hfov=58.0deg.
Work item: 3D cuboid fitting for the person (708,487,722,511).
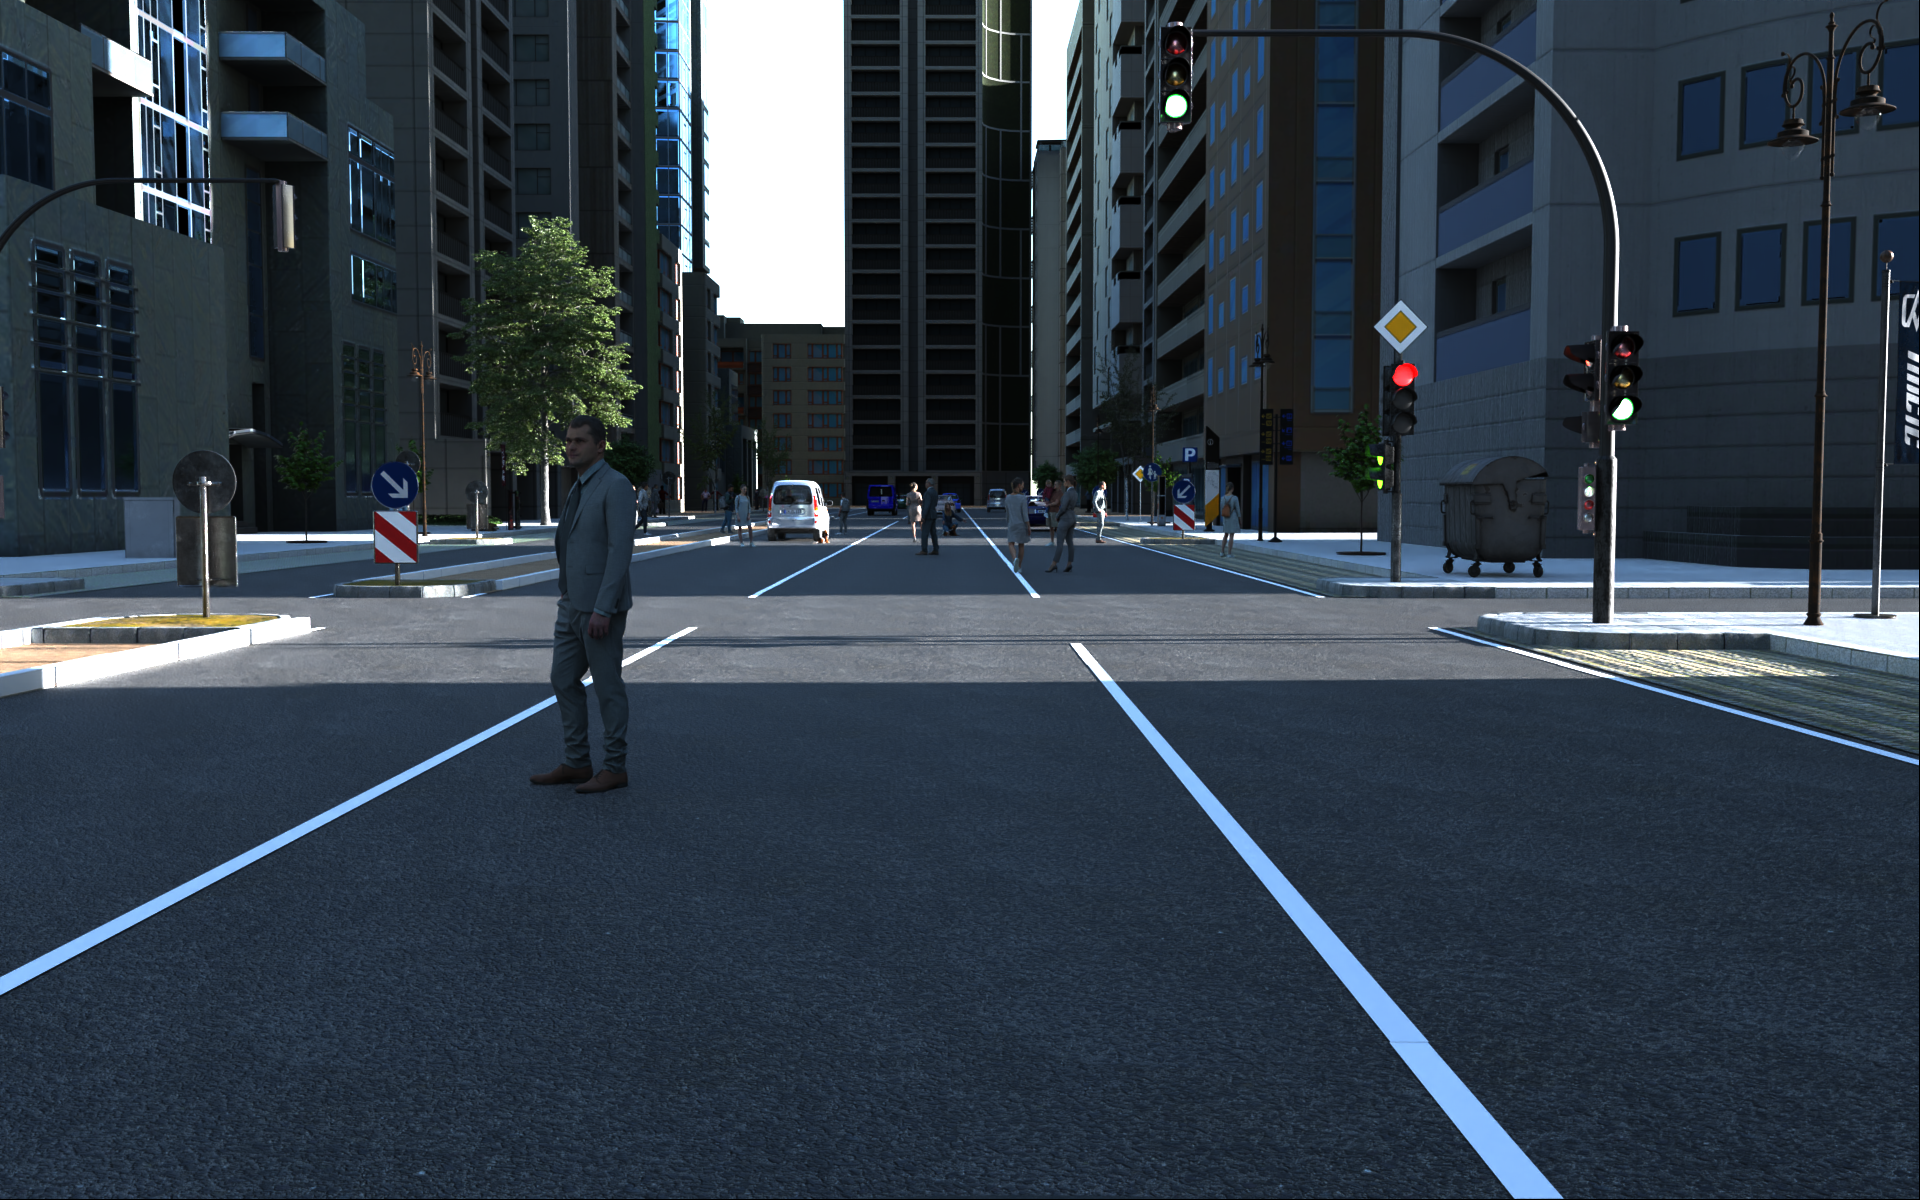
[{"bbox_3d":[-18.906,-7.834,134.065,1.348,1.831,0.705,0,4,-2],"label":"person"}]

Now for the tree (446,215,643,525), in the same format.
[{"bbox_3d":[-16.870,-9.326,70.604,7.486,12.596,7.792,0,3,0],"label":"tree"}]

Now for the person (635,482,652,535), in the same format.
[{"bbox_3d":[-11.071,-3.167,60.131,0.795,1.843,0.661,0,4,5],"label":"person"}]

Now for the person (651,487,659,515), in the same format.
[{"bbox_3d":[-19.109,-6.220,108.411,0.551,1.740,0.621,1,4,15],"label":"person"}]

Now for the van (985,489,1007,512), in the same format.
[{"bbox_3d":[2.979,-7.984,137.554,2.013,2.044,4.112,0,4,2],"label":"van"}]

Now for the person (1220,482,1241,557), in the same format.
[{"bbox_3d":[6.078,-1.807,39.054,0.512,1.701,0.522,2,4,31],"label":"person"}]

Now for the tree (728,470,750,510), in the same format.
[{"bbox_3d":[-17.834,-8.840,139.129,1.663,3.219,1.824,0,3,0],"label":"tree"}]

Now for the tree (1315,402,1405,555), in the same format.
[{"bbox_3d":[8.600,-2.562,36.490,1.663,3.219,1.824,0,3,0],"label":"tree"}]

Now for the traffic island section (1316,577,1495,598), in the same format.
[{"bbox_3d":[6.375,-0.182,25.260,2.009,0.180,2.903,0,4,0],"label":"traffic island section"}]

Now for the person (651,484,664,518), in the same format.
[{"bbox_3d":[-16.483,-5.363,93.853,0.853,1.813,0.709,0,4,4],"label":"person"}]

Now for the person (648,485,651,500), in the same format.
[{"bbox_3d":[-17.580,-5.553,97.030,0.583,1.804,0.606,1,4,12],"label":"person"}]

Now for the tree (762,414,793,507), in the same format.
[{"bbox_3d":[-17.673,-12.888,161.081,4.737,8.622,4.395,0,3,0],"label":"tree"}]

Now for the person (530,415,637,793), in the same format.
[{"bbox_3d":[-1.782,0.011,8.416,0.391,1.810,0.635,-3,5,-43],"label":"person"}]

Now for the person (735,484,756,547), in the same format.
[{"bbox_3d":[-5.861,-2.285,46.867,0.512,1.701,0.522,-2,4,-35],"label":"person"}]

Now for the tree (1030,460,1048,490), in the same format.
[{"bbox_3d":[8.043,-10.919,162.232,4.285,4.588,4.351,0,3,0],"label":"tree"}]

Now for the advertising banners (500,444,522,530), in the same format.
[{"bbox_3d":[-16.024,-4.010,61.744,0.090,3.025,2.074,0,4,4],"label":"advertising banners"}]

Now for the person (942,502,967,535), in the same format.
[{"bbox_3d":[-0.266,-2.821,60.117,1.012,1.151,0.738,-1,4,-21],"label":"person"}]

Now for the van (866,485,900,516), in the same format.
[{"bbox_3d":[-5.229,-6.894,117.102,2.240,2.365,5.245,0,4,0],"label":"van"}]

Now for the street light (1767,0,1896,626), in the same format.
[{"bbox_3d":[8.365,-2.691,16.793,0.468,5.910,1.993,0,4,0],"label":"street light"}]

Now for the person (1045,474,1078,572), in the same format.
[{"bbox_3d":[1.865,-1.407,31.787,0.573,1.790,0.520,1,4,10],"label":"person"}]

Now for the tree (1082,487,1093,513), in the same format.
[{"bbox_3d":[9.004,-7.455,116.497,1.663,3.219,1.824,0,3,0],"label":"tree"}]

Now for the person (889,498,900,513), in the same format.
[{"bbox_3d":[-5.248,-7.583,132.513,1.348,1.821,0.705,0,4,3],"label":"person"}]

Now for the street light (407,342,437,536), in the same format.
[{"bbox_3d":[-16.319,-4.884,52.640,0.468,5.910,1.993,0,4,0],"label":"street light"}]

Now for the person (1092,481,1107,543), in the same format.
[{"bbox_3d":[4.116,-2.584,50.841,0.391,1.810,0.635,1,4,14],"label":"person"}]

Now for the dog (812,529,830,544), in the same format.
[{"bbox_3d":[-4.071,-1.854,50.502,0.748,0.427,0.550,-2,4,-29],"label":"dog"}]

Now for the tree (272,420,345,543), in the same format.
[{"bbox_3d":[-17.312,-3.120,45.606,1.663,3.219,1.824,0,3,0],"label":"tree"}]

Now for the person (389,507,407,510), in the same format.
[{"bbox_3d":[-14.340,-2.063,44.038,0.330,1.601,0.589,2,4,35],"label":"person"}]

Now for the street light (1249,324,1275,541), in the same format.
[{"bbox_3d":[8.225,-4.555,47.259,0.468,5.910,1.993,0,4,0],"label":"street light"}]

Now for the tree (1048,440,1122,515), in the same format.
[{"bbox_3d":[8.217,-7.447,105.480,4.285,4.588,4.351,0,3,0],"label":"tree"}]

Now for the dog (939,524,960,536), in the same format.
[{"bbox_3d":[-0.388,-2.388,59.233,0.748,0.427,0.550,0,4,2],"label":"dog"}]

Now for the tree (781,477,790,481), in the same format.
[{"bbox_3d":[-17.964,-11.211,177.898,1.663,3.219,1.824,0,3,0],"label":"tree"}]

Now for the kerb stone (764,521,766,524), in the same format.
[{"bbox_3d":[-9.260,-3.568,80.534,0.120,0.150,1.000,0,4,0],"label":"kerb stone"}]

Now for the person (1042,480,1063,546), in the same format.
[{"bbox_3d":[2.542,-2.386,47.490,0.580,1.828,0.573,0,4,2],"label":"person"}]

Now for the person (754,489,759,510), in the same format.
[{"bbox_3d":[-16.766,-8.293,142.431,0.445,1.727,0.742,-1,4,-12],"label":"person"}]

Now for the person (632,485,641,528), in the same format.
[{"bbox_3d":[-13.822,-3.964,73.511,0.583,1.804,0.606,0,4,7],"label":"person"}]

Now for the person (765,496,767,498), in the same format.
[{"bbox_3d":[-19.478,-10.211,173.671,0.721,1.739,1.217,1,4,8],"label":"person"}]

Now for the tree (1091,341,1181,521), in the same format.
[{"bbox_3d":[8.185,-8.124,83.185,4.360,8.622,3.978,0,3,0],"label":"tree"}]

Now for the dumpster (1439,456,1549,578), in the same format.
[{"bbox_3d":[8.419,-1.317,27.297,1.264,1.857,1.865,0,4,-1],"label":"dumpster"}]

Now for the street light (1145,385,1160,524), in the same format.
[{"bbox_3d":[8.164,-6.158,73.470,0.468,5.910,1.993,0,4,0],"label":"street light"}]

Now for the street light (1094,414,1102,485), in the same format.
[{"bbox_3d":[7.967,-7.778,99.951,0.468,5.910,1.993,0,4,0],"label":"street light"}]

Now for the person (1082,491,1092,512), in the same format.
[{"bbox_3d":[9.192,-7.211,123.927,0.705,1.826,1.348,3,4,37],"label":"person"}]

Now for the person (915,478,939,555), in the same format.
[{"bbox_3d":[-0.793,-1.966,40.814,0.590,1.801,0.661,1,4,21],"label":"person"}]

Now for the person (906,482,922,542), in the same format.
[{"bbox_3d":[-1.296,-2.612,51.547,0.599,1.781,0.374,0,4,7],"label":"person"}]

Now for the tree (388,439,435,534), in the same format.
[{"bbox_3d":[-17.548,-3.746,55.854,1.663,3.219,1.824,0,3,0],"label":"tree"}]

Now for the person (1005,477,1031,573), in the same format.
[{"bbox_3d":[1.056,-1.349,31.310,0.466,1.731,0.760,0,4,-5],"label":"person"}]

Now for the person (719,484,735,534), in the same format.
[{"bbox_3d":[-8.282,-3.252,62.010,0.721,1.781,0.623,-1,4,-22],"label":"person"}]

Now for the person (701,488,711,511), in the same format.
[{"bbox_3d":[-18.795,-7.395,127.886,0.756,1.711,0.436,1,4,10],"label":"person"}]

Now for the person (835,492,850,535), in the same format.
[{"bbox_3d":[-4.116,-3.049,60.953,0.523,1.515,0.503,0,4,8],"label":"person"}]

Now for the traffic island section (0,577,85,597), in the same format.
[{"bbox_3d":[-14.166,-0.176,25.152,2.009,0.180,2.903,0,4,0],"label":"traffic island section"}]

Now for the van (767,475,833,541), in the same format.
[{"bbox_3d":[-5.043,-2.890,54.260,2.013,2.044,4.112,0,4,0],"label":"van"}]

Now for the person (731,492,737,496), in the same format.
[{"bbox_3d":[-19.247,-8.542,145.693,1.348,1.826,0.705,-1,4,-14],"label":"person"}]

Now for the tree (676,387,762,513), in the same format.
[{"bbox_3d":[-16.904,-10.249,117.932,4.737,8.622,4.395,0,3,0],"label":"tree"}]

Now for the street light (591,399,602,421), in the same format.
[{"bbox_3d":[-16.434,-6.487,78.851,0.468,5.910,1.993,0,4,0],"label":"street light"}]

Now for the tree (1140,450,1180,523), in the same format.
[{"bbox_3d":[8.627,-4.985,76.104,1.663,3.219,1.824,0,3,0],"label":"tree"}]

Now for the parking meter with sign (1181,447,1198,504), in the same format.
[{"bbox_3d":[8.374,-4.137,63.895,0.543,3.016,1.738,1,4,15],"label":"parking meter with sign"}]

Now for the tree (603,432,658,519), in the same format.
[{"bbox_3d":[-17.597,-6.554,90.864,4.285,4.588,4.351,0,3,0],"label":"tree"}]

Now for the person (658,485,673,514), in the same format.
[{"bbox_3d":[-18.793,-6.323,109.389,1.348,1.831,0.705,0,4,7],"label":"person"}]

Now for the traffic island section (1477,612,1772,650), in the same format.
[{"bbox_3d":[6.419,0.306,17.275,2.009,0.180,2.903,0,4,0],"label":"traffic island section"}]

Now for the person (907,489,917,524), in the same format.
[{"bbox_3d":[-2.294,-4.518,82.553,0.511,1.800,0.466,-1,4,-19],"label":"person"}]
